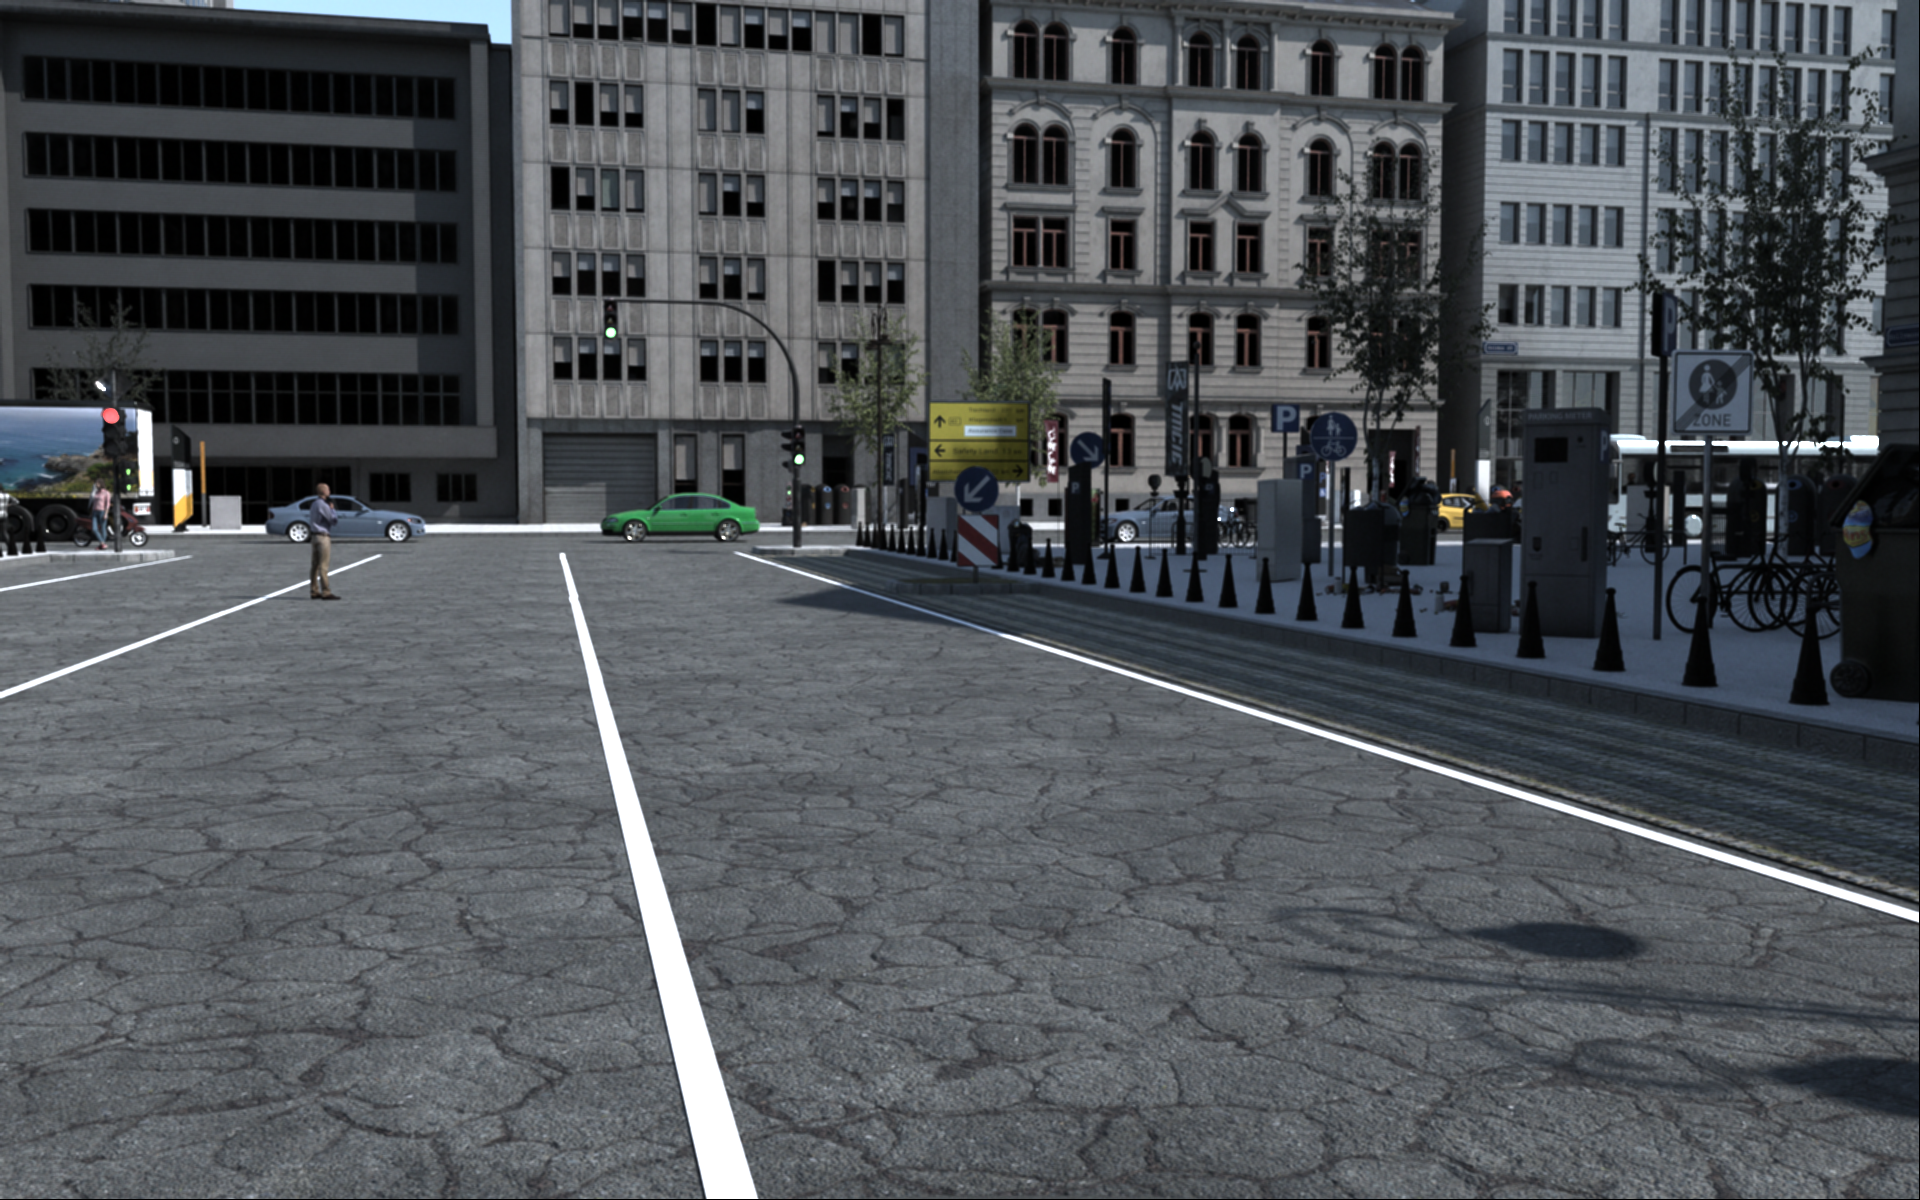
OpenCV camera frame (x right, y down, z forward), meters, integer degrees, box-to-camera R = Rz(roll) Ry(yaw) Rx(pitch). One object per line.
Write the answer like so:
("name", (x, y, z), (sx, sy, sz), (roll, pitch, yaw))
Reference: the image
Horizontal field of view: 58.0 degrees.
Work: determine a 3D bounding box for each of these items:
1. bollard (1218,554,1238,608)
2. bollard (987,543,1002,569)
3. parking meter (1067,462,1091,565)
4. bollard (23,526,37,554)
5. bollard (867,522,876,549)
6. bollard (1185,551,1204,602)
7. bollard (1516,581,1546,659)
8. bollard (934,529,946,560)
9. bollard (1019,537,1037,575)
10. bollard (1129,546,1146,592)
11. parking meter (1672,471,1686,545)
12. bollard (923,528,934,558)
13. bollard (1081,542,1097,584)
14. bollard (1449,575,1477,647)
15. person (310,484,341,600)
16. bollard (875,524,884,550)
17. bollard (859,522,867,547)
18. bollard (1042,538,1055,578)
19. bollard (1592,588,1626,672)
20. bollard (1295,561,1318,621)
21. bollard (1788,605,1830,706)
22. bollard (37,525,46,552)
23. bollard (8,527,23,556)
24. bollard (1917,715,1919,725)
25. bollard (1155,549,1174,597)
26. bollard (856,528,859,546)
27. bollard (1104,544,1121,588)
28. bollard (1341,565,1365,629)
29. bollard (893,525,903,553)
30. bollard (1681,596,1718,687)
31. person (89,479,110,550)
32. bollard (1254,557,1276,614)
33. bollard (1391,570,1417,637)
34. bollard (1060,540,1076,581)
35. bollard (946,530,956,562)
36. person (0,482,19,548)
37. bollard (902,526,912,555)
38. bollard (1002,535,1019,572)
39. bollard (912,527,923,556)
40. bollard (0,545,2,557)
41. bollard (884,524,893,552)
("bollard", (3.043, -0.220, 19.634), (0.229, 0.601, 0.229), (0, 3, 0))
("bollard", (0.641, -0.834, 29.685), (0.229, 0.601, 0.229), (0, 3, 0))
("parking meter", (2.175, -1.582, 31.576), (0.255, 1.863, 0.399), (-3, 5, -45))
("bollard", (-20.002, -1.289, 37.112), (0.229, 0.601, 0.229), (0, 3, 0))
("bollard", (-1.995, -1.509, 40.708), (0.229, 0.601, 0.229), (0, 3, 0))
("bollard", (2.801, -0.282, 20.648), (0.229, 0.601, 0.229), (0, 3, 0))
("bollard", (4.488, 0.149, 13.598), (0.229, 0.601, 0.229), (0, 3, 0))
("bollard", (-0.320, -1.080, 33.702), (0.229, 0.601, 0.229), (0, 3, 0))
("bollard", (1.120, -0.712, 27.677), (0.229, 0.601, 0.229), (0, 3, 0))
("bollard", (2.327, -0.405, 22.659), (0.229, 0.601, 0.229), (0, 3, 0))
("parking meter", (17.925, -2.292, 43.179), (0.255, 1.863, 0.399), (2, 4, 30))
("bollard", (-0.557, -1.142, 34.714), (0.229, 0.601, 0.229), (0, 3, 0))
("bollard", (1.839, -0.528, 24.669), (0.229, 0.601, 0.229), (0, 3, 0))
("bollard", (4.246, 0.088, 14.598), (0.229, 0.601, 0.229), (0, 3, 0))
("person", (-8.662, -0.795, 23.567), (0.319, 1.574, 0.516), (-3, 5, -40))
("bollard", (-1.752, -1.448, 39.710), (0.229, 0.601, 0.229), (0, 3, 0))
("bollard", (-2.231, -1.570, 41.707), (0.229, 0.601, 0.229), (0, 3, 0))
("bollard", (1.364, -0.650, 26.676), (0.229, 0.601, 0.229), (0, 3, 0))
("bollard", (4.728, 0.211, 12.600), (0.229, 0.601, 0.229), (0, 3, 0))
("bollard", (3.530, -0.096, 17.609), (0.229, 0.601, 0.229), (0, 3, 0))
("bollard", (5.204, 0.333, 10.599), (0.229, 0.601, 0.229), (0, 3, 0))
("bollard", (-20.241, -1.350, 38.118), (0.229, 0.601, 0.229), (0, 3, 0))
("bollard", (-19.766, -1.228, 36.112), (0.229, 0.601, 0.229), (0, 3, 0))
("bollard", (5.443, 0.394, 9.601), (0.229, 0.601, 0.229), (0, 3, 0))
("bollard", (2.559, -0.344, 21.659), (0.229, 0.601, 0.229), (0, 3, 0))
("bollard", (-2.466, -1.631, 42.707), (0.229, 0.601, 0.229), (0, 3, 0))
("bollard", (2.080, -0.466, 23.660), (0.229, 0.601, 0.229), (0, 3, 0))
("bollard", (3.770, -0.035, 16.606), (0.229, 0.601, 0.229), (0, 3, 0))
("bollard", (-1.272, -1.325, 37.710), (0.229, 0.601, 0.229), (0, 3, 0))
("bollard", (4.960, 0.272, 11.597), (0.229, 0.601, 0.229), (0, 3, 0))
("person", (-21.930, -2.179, 44.132), (0.555, 1.821, 0.388), (0, 4, 8))
("bollard", (3.285, -0.158, 18.628), (0.229, 0.601, 0.229), (0, 3, 0))
("bollard", (4.008, 0.027, 15.603), (0.229, 0.601, 0.229), (0, 3, 0))
("bollard", (1.603, -0.589, 25.669), (0.229, 0.601, 0.229), (0, 3, 0))
("bollard", (-0.079, -1.019, 32.704), (0.229, 0.601, 0.229), (0, 3, 0))
("person", (-23.099, -1.984, 41.659), (0.376, 1.734, 0.841), (2, 4, 31))
("bollard", (-1.034, -1.264, 36.712), (0.229, 0.601, 0.229), (0, 3, 0))
("bollard", (0.883, -0.773, 28.684), (0.229, 0.601, 0.229), (0, 3, 0))
("bollard", (-0.799, -1.203, 35.712), (0.229, 0.601, 0.229), (0, 3, 0))
("bollard", (-19.529, -1.166, 35.114), (0.229, 0.601, 0.229), (0, 3, 0))
("bollard", (-1.514, -1.386, 38.708), (0.229, 0.601, 0.229), (0, 3, 0))
